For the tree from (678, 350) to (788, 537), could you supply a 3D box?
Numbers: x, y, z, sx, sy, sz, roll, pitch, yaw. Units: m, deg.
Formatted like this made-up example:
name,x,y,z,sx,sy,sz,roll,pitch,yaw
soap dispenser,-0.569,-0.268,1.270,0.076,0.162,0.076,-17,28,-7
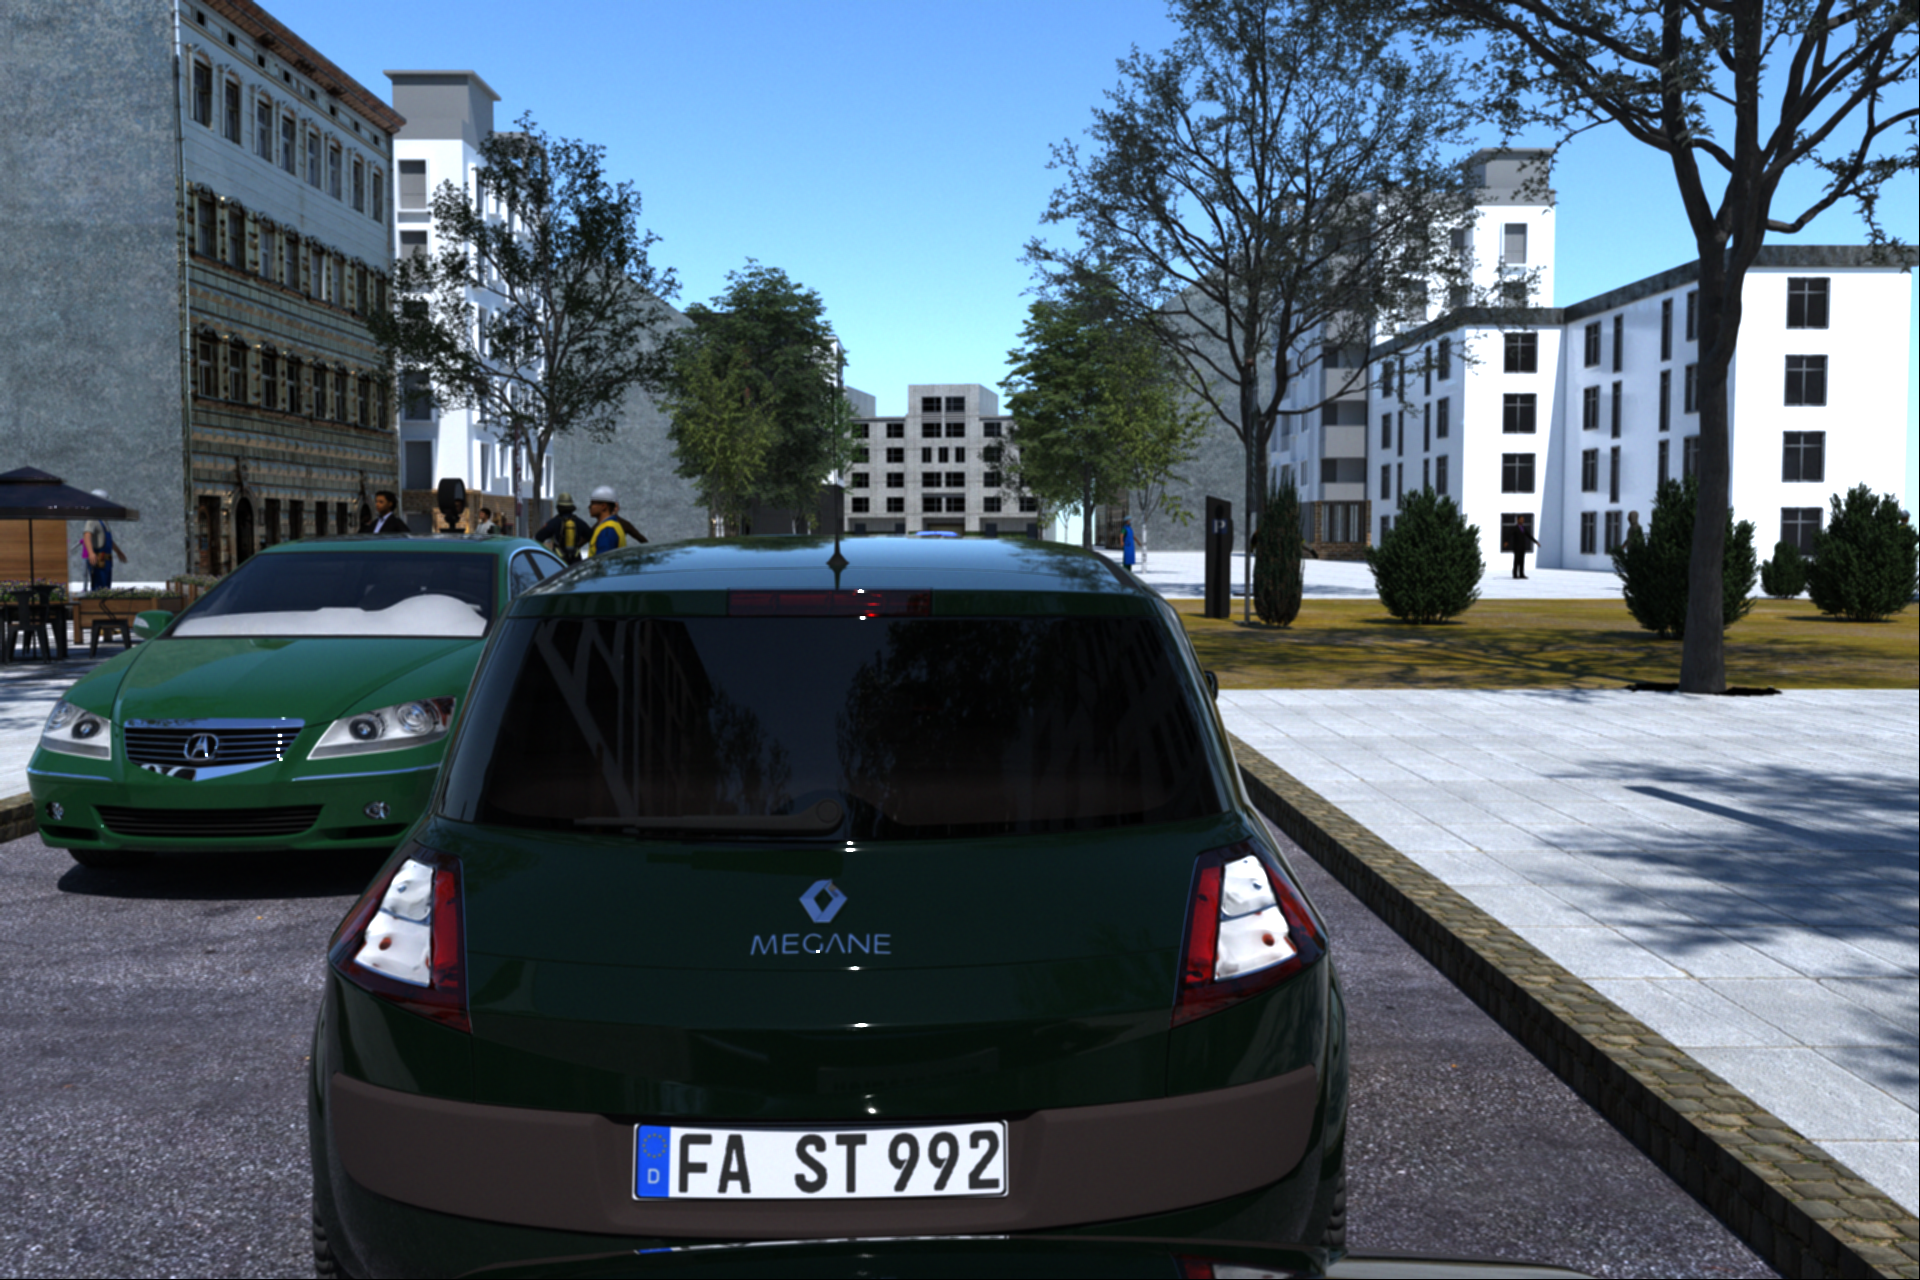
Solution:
name,x,y,z,sx,sy,sz,roll,pitch,yaw
tree,-9.821,-7.321,70.057,4.360,8.622,3.978,0,3,0

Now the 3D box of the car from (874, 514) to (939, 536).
name,x,y,z,sx,sy,sz,roll,pitch,yaw
car,-0.643,-0.496,17.889,2.009,1.686,4.222,0,4,-1

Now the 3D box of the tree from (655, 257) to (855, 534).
name,x,y,z,sx,sy,sz,roll,pitch,yaw
tree,-9.635,-10.702,81.625,9.857,13.997,8.962,0,3,0

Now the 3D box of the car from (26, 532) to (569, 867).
name,x,y,z,sx,sy,sz,roll,pitch,yaw
car,-2.912,0.173,8.975,2.131,1.459,4.920,0,4,-1

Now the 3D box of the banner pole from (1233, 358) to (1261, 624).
name,x,y,z,sx,sy,sz,roll,pitch,yaw
banner pole,4.130,-2.111,24.534,0.401,3.779,0.863,0,4,-1

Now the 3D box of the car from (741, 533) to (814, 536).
name,x,y,z,sx,sy,sz,roll,pitch,yaw
car,-2.341,-0.652,22.465,2.131,1.459,4.920,0,4,-1

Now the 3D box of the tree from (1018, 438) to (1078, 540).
name,x,y,z,sx,sy,sz,roll,pitch,yaw
tree,5.416,-9.639,107.959,4.737,8.622,4.395,0,3,0

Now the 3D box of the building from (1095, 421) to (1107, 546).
name,x,y,z,sx,sy,sz,roll,pitch,yaw
building,24.515,-21.715,185.963,19.493,23.208,18.063,0,3,0

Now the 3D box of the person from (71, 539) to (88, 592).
name,x,y,z,sx,sy,sz,roll,pitch,yaw
person,-19.090,-1.751,37.900,0.991,1.433,0.599,0,4,-5

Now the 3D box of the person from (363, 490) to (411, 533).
name,x,y,z,sx,sy,sz,roll,pitch,yaw
person,-6.098,-0.703,18.212,1.216,1.740,0.721,2,4,27

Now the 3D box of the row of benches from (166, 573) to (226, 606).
name,x,y,z,sx,sy,sz,roll,pitch,yaw
row of benches,-11.355,-0.652,26.130,1.422,0.672,4.104,-2,4,-32

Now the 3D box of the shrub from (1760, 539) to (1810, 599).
name,x,y,z,sx,sy,sz,roll,pitch,yaw
shrub,16.289,-1.414,34.231,1.383,1.207,1.383,0,3,0

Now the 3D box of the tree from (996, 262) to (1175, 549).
name,x,y,z,sx,sy,sz,roll,pitch,yaw
tree,5.299,-9.431,72.327,7.486,12.596,7.792,0,3,0

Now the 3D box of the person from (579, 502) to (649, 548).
name,x,y,z,sx,sy,sz,roll,pitch,yaw
person,-5.214,-1.221,26.096,1.346,1.812,0.704,-1,4,-17

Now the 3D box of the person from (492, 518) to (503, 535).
name,x,y,z,sx,sy,sz,roll,pitch,yaw
person,-13.204,-2.611,49.488,1.217,1.733,0.721,1,4,15

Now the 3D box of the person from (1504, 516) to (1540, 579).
name,x,y,z,sx,sy,sz,roll,pitch,yaw
person,16.051,-2.654,49.611,1.346,1.802,0.704,-2,4,-27

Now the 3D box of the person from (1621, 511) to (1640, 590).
name,x,y,z,sx,sy,sz,roll,pitch,yaw
person,15.415,-2.056,39.746,0.705,1.813,1.348,1,4,10

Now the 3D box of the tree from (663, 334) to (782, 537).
name,x,y,z,sx,sy,sz,roll,pitch,yaw
tree,-8.851,-6.997,64.758,4.737,8.622,4.395,0,3,0

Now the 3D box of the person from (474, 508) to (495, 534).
name,x,y,z,sx,sy,sz,roll,pitch,yaw
person,-9.590,-1.758,34.932,1.347,1.806,0.705,3,4,36

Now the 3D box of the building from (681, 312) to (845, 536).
name,x,y,z,sx,sy,sz,roll,pitch,yaw
building,-26.537,-20.310,176.041,27.936,21.610,32.646,0,4,-1

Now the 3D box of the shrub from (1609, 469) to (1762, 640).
name,x,y,z,sx,sy,sz,roll,pitch,yaw
shrub,8.860,-1.047,21.159,1.661,2.075,1.752,0,3,0

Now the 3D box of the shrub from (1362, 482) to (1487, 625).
name,x,y,z,sx,sy,sz,roll,pitch,yaw
shrub,6.623,-1.239,24.674,1.690,2.028,1.600,0,3,0

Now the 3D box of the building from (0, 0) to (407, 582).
name,x,y,z,sx,sy,sz,roll,pitch,yaw
building,-29.847,-13.665,54.357,19.493,23.208,18.063,0,4,-1

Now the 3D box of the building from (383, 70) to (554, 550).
name,x,y,z,sx,sy,sz,roll,pitch,yaw
building,-24.854,-13.189,72.068,16.016,20.090,11.380,0,4,-1

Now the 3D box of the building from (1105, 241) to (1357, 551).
name,x,y,z,sx,sy,sz,roll,pitch,yaw
building,21.858,-18.879,139.593,19.493,23.208,18.063,0,4,0

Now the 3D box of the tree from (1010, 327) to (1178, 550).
name,x,y,z,sx,sy,sz,roll,pitch,yaw
tree,6.426,-9.653,83.589,9.928,11.665,9.643,0,3,0

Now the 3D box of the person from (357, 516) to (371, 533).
name,x,y,z,sx,sy,sz,roll,pitch,yaw
person,-16.970,-2.661,49.689,1.347,1.806,0.705,2,4,31

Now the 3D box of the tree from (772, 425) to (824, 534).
name,x,y,z,sx,sy,sz,roll,pitch,yaw
tree,-9.611,-9.195,100.699,4.360,8.622,3.978,0,3,0

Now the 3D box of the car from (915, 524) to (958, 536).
name,x,y,z,sx,sy,sz,roll,pitch,yaw
car,-0.631,-2.208,45.687,1.945,1.707,3.694,0,4,0

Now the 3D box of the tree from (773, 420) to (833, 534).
name,x,y,z,sx,sy,sz,roll,pitch,yaw
tree,-9.496,-9.561,106.692,4.737,8.622,4.395,0,3,0

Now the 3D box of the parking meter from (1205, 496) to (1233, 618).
name,x,y,z,sx,sy,sz,roll,pitch,yaw
parking meter,3.950,-1.265,26.398,0.399,1.863,0.255,0,4,0

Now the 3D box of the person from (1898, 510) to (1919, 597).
name,x,y,z,sx,sy,sz,roll,pitch,yaw
person,19.347,-1.770,35.400,0.721,1.772,1.216,-1,4,-14

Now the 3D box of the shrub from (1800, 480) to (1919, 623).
name,x,y,z,sx,sy,sz,roll,pitch,yaw
shrub,13.193,-1.302,25.323,1.661,2.075,1.752,0,3,0

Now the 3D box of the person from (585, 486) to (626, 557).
name,x,y,z,sx,sy,sz,roll,pitch,yaw
person,-2.995,-0.370,14.484,0.705,1.833,1.349,0,4,-5

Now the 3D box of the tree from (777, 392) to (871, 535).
name,x,y,z,sx,sy,sz,roll,pitch,yaw
tree,-9.592,-11.720,117.376,9.928,11.665,9.643,0,3,0

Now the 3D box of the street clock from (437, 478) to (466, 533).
name,x,y,z,sx,sy,sz,roll,pitch,yaw
street clock,-6.597,-1.098,22.529,0.358,2.002,0.471,0,4,1

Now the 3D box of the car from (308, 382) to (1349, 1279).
name,x,y,z,sx,sy,sz,roll,pitch,yaw
car,-0.247,0.327,4.435,2.009,1.686,4.222,0,4,-1

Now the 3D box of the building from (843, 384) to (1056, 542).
name,x,y,z,sx,sy,sz,roll,pitch,yaw
building,-4.784,-20.948,211.412,31.486,18.905,16.747,1,4,9

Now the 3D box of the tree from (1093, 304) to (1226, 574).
name,x,y,z,sx,sy,sz,roll,pitch,yaw
tree,6.025,-6.414,55.237,4.737,8.622,4.395,0,3,0

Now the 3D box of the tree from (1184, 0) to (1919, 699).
name,x,y,z,sx,sy,sz,roll,pitch,yaw
tree,6.053,-6.307,13.494,12.009,13.543,11.850,0,3,0

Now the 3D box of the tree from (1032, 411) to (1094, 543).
name,x,y,z,sx,sy,sz,roll,pitch,yaw
tree,6.104,-9.140,99.793,4.737,8.622,4.395,0,3,0

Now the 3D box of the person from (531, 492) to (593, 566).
name,x,y,z,sx,sy,sz,roll,pitch,yaw
person,-5.474,-1.117,24.034,1.354,1.856,0.705,-2,4,-28

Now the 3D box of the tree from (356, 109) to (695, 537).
name,x,y,z,sx,sy,sz,roll,pitch,yaw
tree,-9.796,-6.401,39.070,8.767,10.594,7.601,1,4,10

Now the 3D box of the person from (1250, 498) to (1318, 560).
name,x,y,z,sx,sy,sz,roll,pitch,yaw
person,4.938,-1.288,26.823,0.705,1.858,1.354,-3,5,-41

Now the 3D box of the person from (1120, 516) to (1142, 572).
name,x,y,z,sx,sy,sz,roll,pitch,yaw
person,4.946,-2.726,50.693,0.704,1.817,1.347,2,4,29

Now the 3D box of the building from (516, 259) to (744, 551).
name,x,y,z,sx,sy,sz,roll,pitch,yaw
building,-28.456,-19.002,141.607,19.493,23.208,18.063,0,4,0

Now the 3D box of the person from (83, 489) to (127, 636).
name,x,y,z,sx,sy,sz,roll,pitch,yaw
person,-10.850,-0.983,21.921,0.705,1.847,1.347,-1,4,-11

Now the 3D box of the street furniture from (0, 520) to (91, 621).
name,x,y,z,sx,sy,sz,roll,pitch,yaw
street furniture,-18.109,-1.199,26.463,9.812,1.723,11.010,-2,4,-26

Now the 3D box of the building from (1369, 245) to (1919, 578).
name,x,y,z,sx,sy,sz,roll,pitch,yaw
building,23.165,-7.482,64.473,9.099,9.664,28.070,0,4,-1

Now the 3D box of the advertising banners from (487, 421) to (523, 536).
name,x,y,z,sx,sy,sz,roll,pitch,yaw
advertising banners,-6.879,-1.843,26.327,0.090,3.025,2.074,0,4,0

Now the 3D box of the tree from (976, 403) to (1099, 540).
name,x,y,z,sx,sy,sz,roll,pitch,yaw
tree,5.511,-11.195,117.453,8.767,10.594,7.601,-1,4,-10

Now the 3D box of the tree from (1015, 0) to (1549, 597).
name,x,y,z,sx,sy,sz,roll,pitch,yaw
tree,6.137,-7.634,35.194,12.009,13.543,11.850,0,3,0

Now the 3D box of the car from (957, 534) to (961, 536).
name,x,y,z,sx,sy,sz,roll,pitch,yaw
car,-0.555,-5.571,100.872,2.009,1.686,4.222,0,4,-2

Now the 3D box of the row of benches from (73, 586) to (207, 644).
name,x,y,z,sx,sy,sz,roll,pitch,yaw
row of benches,-8.405,-0.290,20.200,4.104,0.672,1.422,0,4,7

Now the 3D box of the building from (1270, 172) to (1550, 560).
name,x,y,z,sx,sy,sz,roll,pitch,yaw
building,22.788,-14.718,97.061,16.016,20.090,11.380,0,3,0
